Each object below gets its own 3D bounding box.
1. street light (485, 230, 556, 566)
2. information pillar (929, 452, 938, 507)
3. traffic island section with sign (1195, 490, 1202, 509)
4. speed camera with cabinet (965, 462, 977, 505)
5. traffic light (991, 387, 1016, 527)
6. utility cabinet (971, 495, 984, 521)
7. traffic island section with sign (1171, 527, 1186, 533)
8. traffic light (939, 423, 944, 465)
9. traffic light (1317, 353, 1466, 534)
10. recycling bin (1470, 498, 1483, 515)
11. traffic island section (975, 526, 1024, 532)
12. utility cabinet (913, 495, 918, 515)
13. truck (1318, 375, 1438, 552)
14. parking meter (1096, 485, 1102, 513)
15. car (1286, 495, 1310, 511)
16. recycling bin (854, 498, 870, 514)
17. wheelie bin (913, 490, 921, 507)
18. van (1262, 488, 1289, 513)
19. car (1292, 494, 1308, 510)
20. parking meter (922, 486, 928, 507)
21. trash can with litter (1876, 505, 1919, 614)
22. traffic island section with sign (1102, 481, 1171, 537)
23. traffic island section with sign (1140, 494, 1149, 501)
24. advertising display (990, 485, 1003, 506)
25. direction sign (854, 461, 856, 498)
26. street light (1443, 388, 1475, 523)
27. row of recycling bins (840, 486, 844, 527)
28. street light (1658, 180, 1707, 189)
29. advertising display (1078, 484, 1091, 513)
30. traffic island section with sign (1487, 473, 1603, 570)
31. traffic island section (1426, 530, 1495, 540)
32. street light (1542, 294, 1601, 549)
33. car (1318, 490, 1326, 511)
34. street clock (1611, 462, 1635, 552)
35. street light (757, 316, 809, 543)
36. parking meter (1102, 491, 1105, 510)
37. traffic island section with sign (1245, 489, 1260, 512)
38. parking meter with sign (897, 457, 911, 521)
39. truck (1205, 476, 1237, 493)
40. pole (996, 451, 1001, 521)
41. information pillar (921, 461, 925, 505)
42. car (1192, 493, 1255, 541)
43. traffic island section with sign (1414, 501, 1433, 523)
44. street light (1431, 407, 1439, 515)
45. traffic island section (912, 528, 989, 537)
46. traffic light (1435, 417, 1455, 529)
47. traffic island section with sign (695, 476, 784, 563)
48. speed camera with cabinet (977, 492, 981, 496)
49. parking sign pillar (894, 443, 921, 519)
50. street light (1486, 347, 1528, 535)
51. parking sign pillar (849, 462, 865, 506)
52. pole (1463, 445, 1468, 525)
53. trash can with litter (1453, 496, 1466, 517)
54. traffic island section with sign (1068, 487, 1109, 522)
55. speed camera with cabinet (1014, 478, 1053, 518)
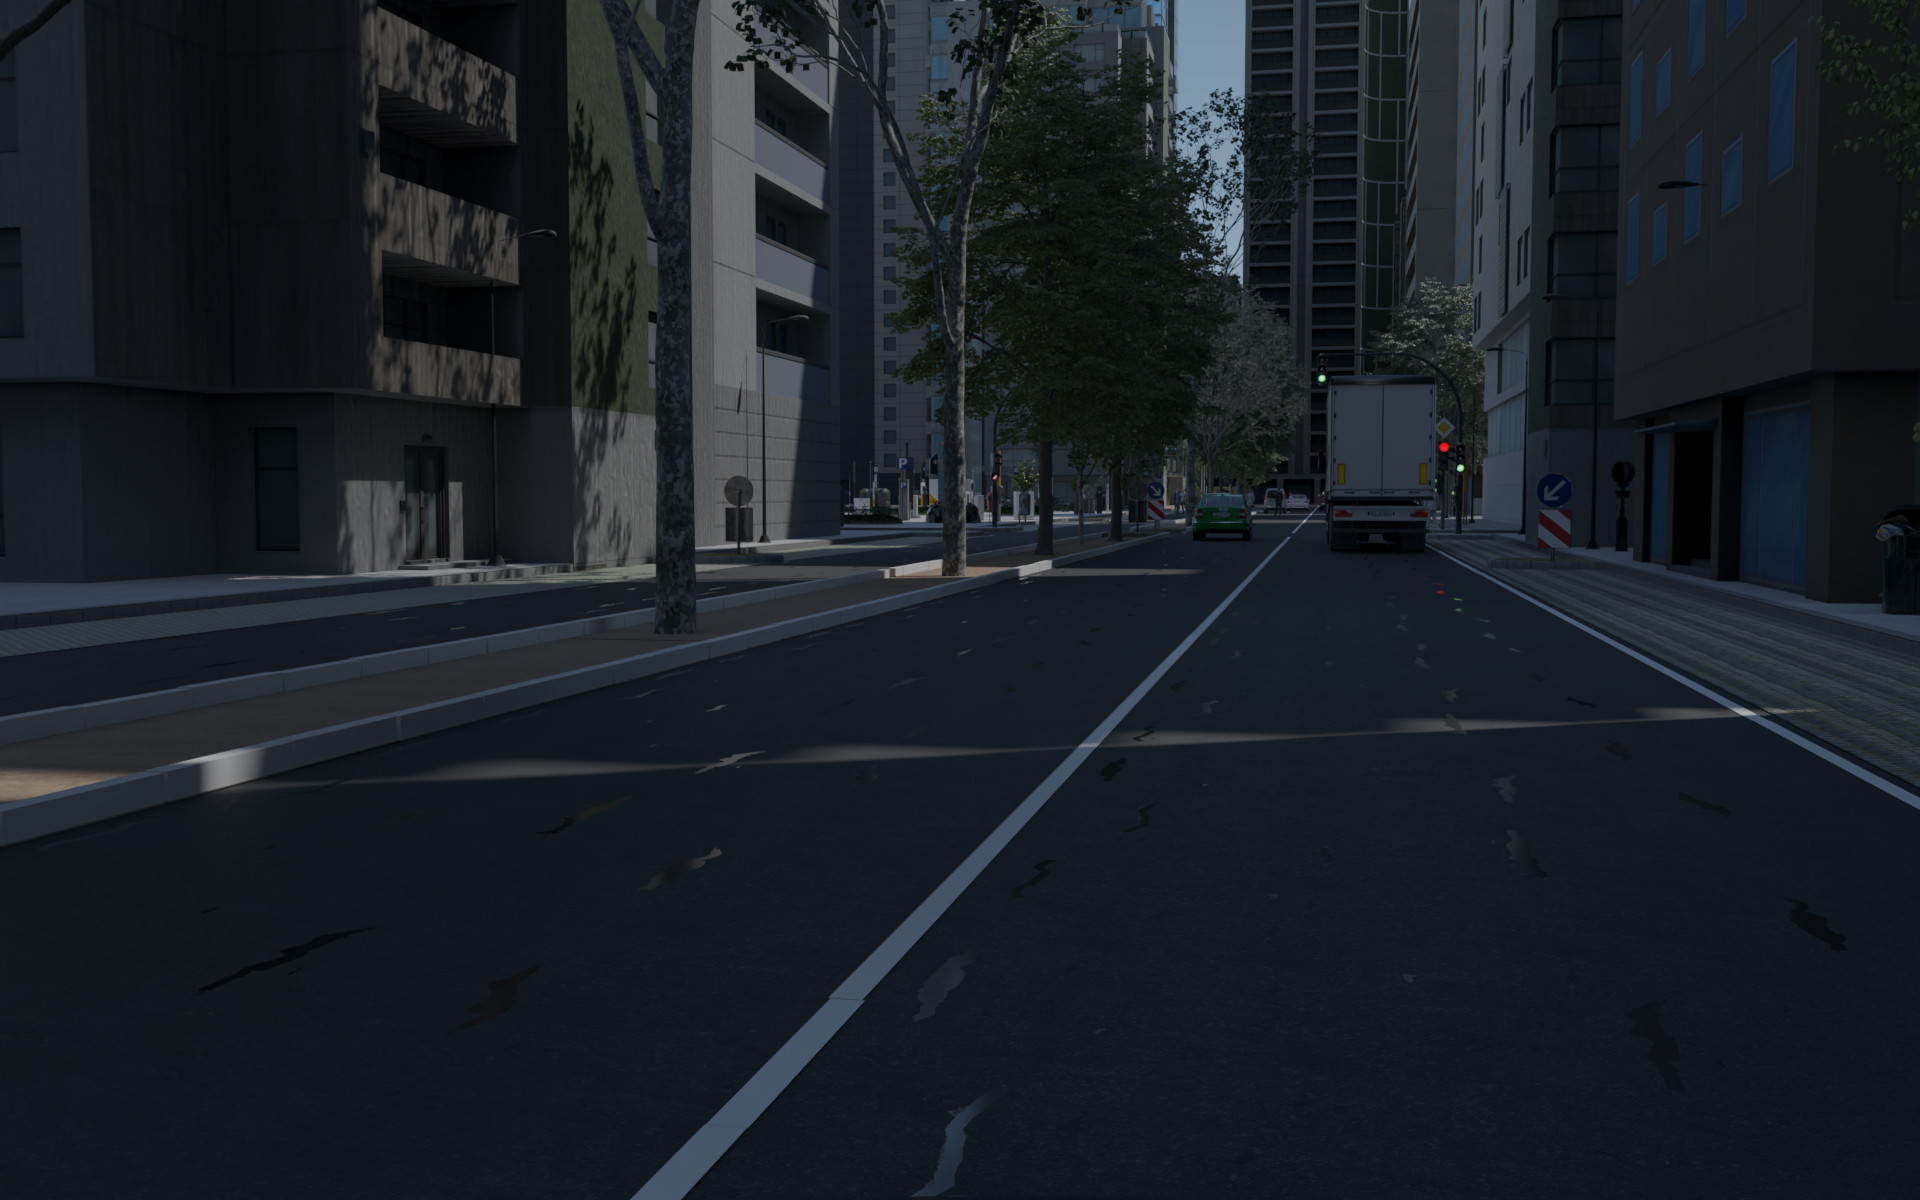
[{"bbox_3d":[-7.777,-3.557,30.701,1.470,5.913,1.316,1,4,12],"label":"street light"},{"bbox_3d":[-1.449,-6.411,96.175,0.504,3.616,0.183,-1,4,-23],"label":"information pillar"},{"bbox_3d":[22.921,-9.636,166.170,1.989,1.847,2.006,1,4,12],"label":"traffic island section with sign"},{"bbox_3d":[0.324,-6.741,104.551,0.660,3.252,2.038,1,4,12],"label":"speed camera with cabinet"},{"bbox_3d":[3.412,-5.597,66.175,4.771,5.953,1.251,1,4,12],"label":"traffic light"},{"bbox_3d":[0.909,-4.459,84.068,0.306,1.237,1.020,-1,4,-11],"label":"utility cabinet"},{"bbox_3d":[7.420,-3.482,65.069,2.006,1.907,1.989,1,4,12],"label":"traffic island section with sign"},{"bbox_3d":[-0.322,-4.272,58.769,0.839,4.253,0.868,1,4,12],"label":"traffic light"},{"bbox_3d":[13.863,-4.951,55.620,4.771,5.953,1.251,1,4,12],"label":"traffic light"},{"bbox_3d":[31.770,-5.736,106.337,0.722,1.027,0.722,0,4,6],"label":"recycling bin"},{"bbox_3d":[1.311,-2.718,66.721,2.009,0.180,2.903,1,4,12],"label":"traffic island section"},{"bbox_3d":[-2.848,-5.149,95.355,1.020,1.237,0.306,1,4,18],"label":"utility cabinet"},{"bbox_3d":[11.086,-3.520,46.466,2.839,4.237,11.283,1,4,11],"label":"truck"},{"bbox_3d":[9.227,-6.680,114.922,0.399,1.863,0.255,0,4,-8],"label":"parking meter"},{"bbox_3d":[28.130,-8.068,144.268,2.083,1.381,4.827,1,4,11],"label":"car"},{"bbox_3d":[-5.902,-5.595,104.037,0.722,1.027,0.722,-2,4,-33],"label":"recycling bin"},{"bbox_3d":[-3.597,-7.860,136.424,0.980,1.594,0.693,0,4,-7],"label":"wheelie bin"},{"bbox_3d":[23.704,-7.528,130.098,2.013,2.044,4.112,1,4,11],"label":"van"},{"bbox_3d":[31.044,-9.018,159.443,2.014,1.417,4.499,1,4,13],"label":"car"},{"bbox_3d":[-2.471,-7.109,121.943,0.255,1.863,0.399,-2,4,-27],"label":"parking meter"},{"bbox_3d":[10.157,-0.450,18.740,0.624,1.170,1.055,1,4,18],"label":"trash can with litter"},{"bbox_3d":[5.862,-3.039,57.827,2.006,1.907,1.989,1,4,12],"label":"traffic island section with sign"},{"bbox_3d":[12.574,-6.675,117.768,1.989,1.847,2.006,1,4,12],"label":"traffic island section with sign"},{"bbox_3d":[2.639,-7.279,124.217,0.974,1.923,0.123,-2,4,-23],"label":"advertising display"},{"bbox_3d":[-7.327,-7.857,120.459,0.379,3.537,0.876,-1,4,-10],"label":"direction sign"},{"bbox_3d":[21.998,-6.337,76.154,1.470,5.913,1.316,1,4,12],"label":"street light"},{"bbox_3d":[-5.528,-3.797,69.200,1.069,1.692,3.534,-2,4,-24],"label":"row of recycling bins"},{"bbox_3d":[11.016,-3.250,25.674,1.470,5.913,1.316,1,4,12],"label":"street light"},{"bbox_3d":[8.267,-6.716,115.015,0.974,1.923,0.123,2,4,32],"label":"advertising display"},{"bbox_3d":[11.312,-1.527,33.595,1.989,1.847,2.006,1,4,12],"label":"traffic island section with sign"},{"bbox_3d":[15.964,-2.027,55.429,2.009,0.180,2.903,1,4,12],"label":"traffic island section"},{"bbox_3d":[14.213,-4.142,40.271,1.470,5.913,1.316,1,4,12],"label":"street light"},{"bbox_3d":[31.733,-8.522,148.000,2.281,1.827,5.304,1,4,12],"label":"car"},{"bbox_3d":[14.777,-2.083,38.630,0.358,2.002,0.471,-2,4,-31],"label":"street clock"},{"bbox_3d":[-4.620,-4.450,45.306,1.470,5.913,1.316,1,4,12],"label":"street light"},{"bbox_3d":[11.197,-7.783,135.657,0.372,1.533,0.369,0,3,0],"label":"parking meter"},{"bbox_3d":[23.124,-7.977,138.554,2.006,1.907,1.989,1,4,12],"label":"traffic island section with sign"},{"bbox_3d":[-2.658,-5.311,83.098,0.543,3.016,1.738,0,4,4],"label":"parking meter with sign"},{"bbox_3d":[24.404,-9.973,158.976,3.469,3.379,9.791,1,4,11],"label":"truck"},{"bbox_3d":[1.814,-5.366,81.576,0.158,3.312,0.155,0,3,0],"label":"pole"},{"bbox_3d":[-2.648,-8.098,123.763,0.183,3.616,0.504,2,4,30],"label":"information pillar"},{"bbox_3d":[8.349,-2.816,54.846,1.959,1.807,4.718,1,4,11],"label":"car"},{"bbox_3d":[22.851,-4.826,87.535,1.989,1.847,2.006,1,4,12],"label":"traffic island section with sign"},{"bbox_3d":[25.151,-7.258,91.207,1.470,5.913,1.316,1,4,12],"label":"street light"},{"bbox_3d":[-0.359,-2.240,58.912,2.009,0.180,2.903,1,4,12],"label":"traffic island section"},{"bbox_3d":[17.597,-4.539,63.133,0.839,4.253,0.868,1,4,12],"label":"traffic light"},{"bbox_3d":[-4.809,-1.705,36.505,1.989,1.847,2.006,1,4,12],"label":"traffic island section with sign"},{"bbox_3d":[1.155,-9.037,142.089,0.660,3.252,2.038,1,4,20],"label":"speed camera with cabinet"},{"bbox_3d":[-2.800,-6.298,91.441,1.447,3.967,1.447,-1,4,-14],"label":"parking sign pillar"},{"bbox_3d":[17.348,-5.036,54.880,1.470,5.913,1.316,1,4,12],"label":"street light"},{"bbox_3d":[-8.594,-9.561,144.786,1.447,3.967,1.447,-1,4,-13],"label":"parking sign pillar"},{"bbox_3d":[21.132,-4.804,72.391,0.158,3.312,0.155,0,3,0],"label":"pole"},{"bbox_3d":[27.947,-5.218,96.701,0.624,1.170,1.055,-1,4,-17],"label":"trash can with litter"},{"bbox_3d":[6.789,-5.021,90.722,1.989,1.847,2.006,1,4,12],"label":"traffic island section with sign"},{"bbox_3d":[3.931,-6.024,92.832,2.038,3.252,0.660,-1,4,-15],"label":"speed camera with cabinet"}]
